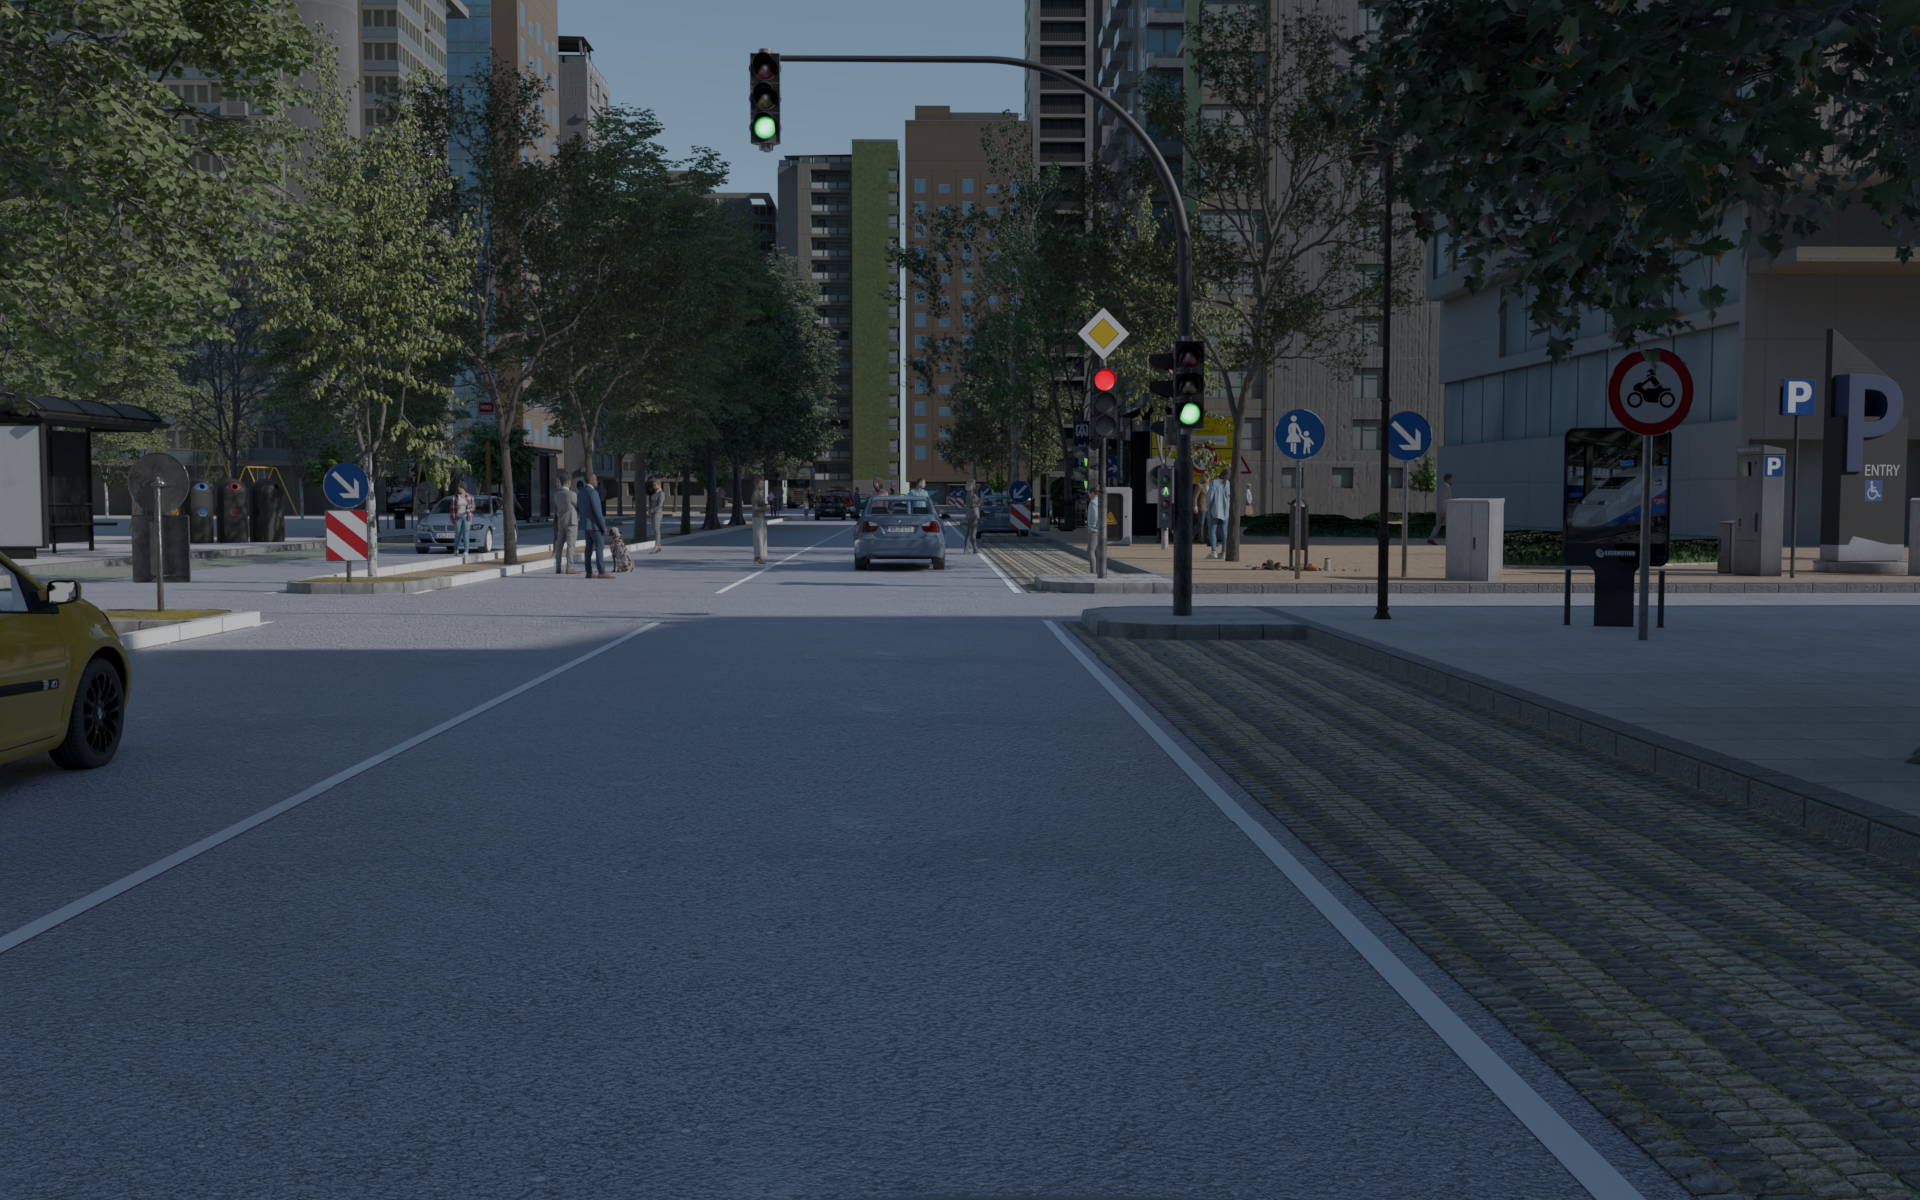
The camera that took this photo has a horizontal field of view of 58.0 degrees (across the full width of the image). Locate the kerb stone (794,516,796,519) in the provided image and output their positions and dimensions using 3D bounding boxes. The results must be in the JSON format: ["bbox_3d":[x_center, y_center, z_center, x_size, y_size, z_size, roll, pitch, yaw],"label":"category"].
[{"bbox_3d":[-9.526,-4.630,97.890,0.120,0.150,1.000,0,4,-1],"label":"kerb stone"}]

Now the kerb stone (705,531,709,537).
[{"bbox_3d":[-8.602,-2.182,57.891,0.120,0.150,1.000,0,4,-1],"label":"kerb stone"}]

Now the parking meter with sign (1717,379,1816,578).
[{"bbox_3d":[12.565,-1.891,27.172,0.543,3.016,1.738,-1,4,-10],"label":"parking meter with sign"}]

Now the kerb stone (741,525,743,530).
[{"bbox_3d":[-8.866,-2.873,69.182,0.120,0.150,1.000,0,4,-1],"label":"kerb stone"}]

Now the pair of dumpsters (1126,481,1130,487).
[{"bbox_3d":[6.450,-3.327,56.890,1.574,2.255,4.437,0,4,-1],"label":"pair of dumpsters"}]

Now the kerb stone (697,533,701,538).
[{"bbox_3d":[-8.555,-2.057,55.835,0.120,0.150,1.000,0,4,-1],"label":"kerb stone"}]

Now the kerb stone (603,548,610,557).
[{"bbox_3d":[-8.171,-1.055,39.439,0.120,0.150,1.000,0,4,-1],"label":"kerb stone"}]

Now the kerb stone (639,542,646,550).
[{"bbox_3d":[-8.292,-1.368,44.555,0.120,0.150,1.000,0,4,-1],"label":"kerb stone"}]

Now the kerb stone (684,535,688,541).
[{"bbox_3d":[-8.490,-1.866,52.760,0.120,0.150,1.000,0,4,-1],"label":"kerb stone"}]

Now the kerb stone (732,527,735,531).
[{"bbox_3d":[-8.790,-2.686,66.113,0.120,0.150,1.000,0,4,-1],"label":"kerb stone"}]

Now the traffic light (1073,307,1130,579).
[{"bbox_3d":[2.139,-2.280,26.203,0.839,4.253,0.868,0,4,-1],"label":"traffic light"}]

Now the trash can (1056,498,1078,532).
[{"bbox_3d":[3.657,-2.921,59.416,0.748,1.137,0.748,0,3,0],"label":"trash can"}]

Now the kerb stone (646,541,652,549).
[{"bbox_3d":[-8.312,-1.431,45.588,0.120,0.150,1.000,0,4,-1],"label":"kerb stone"}]

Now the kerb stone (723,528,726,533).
[{"bbox_3d":[-8.715,-2.495,63.034,0.120,0.150,1.000,0,4,-1],"label":"kerb stone"}]

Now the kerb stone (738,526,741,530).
[{"bbox_3d":[-8.835,-2.811,68.160,0.120,0.150,1.000,0,4,-1],"label":"kerb stone"}]

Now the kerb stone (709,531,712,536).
[{"bbox_3d":[-8.628,-2.247,58.926,0.120,0.150,1.000,0,4,-1],"label":"kerb stone"}]

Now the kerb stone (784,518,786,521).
[{"bbox_3d":[-9.362,-4.187,90.719,0.120,0.150,1.000,0,4,-1],"label":"kerb stone"}]

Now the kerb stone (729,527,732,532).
[{"bbox_3d":[-8.760,-2.618,65.086,0.120,0.150,1.000,0,4,-1],"label":"kerb stone"}]

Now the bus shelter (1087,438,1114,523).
[{"bbox_3d":[6.199,-5.042,73.714,1.731,3.624,6.357,0,4,-2],"label":"bus shelter"}]

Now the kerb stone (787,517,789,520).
[{"bbox_3d":[-9.412,-4.316,92.763,0.120,0.150,1.000,0,4,-1],"label":"kerb stone"}]

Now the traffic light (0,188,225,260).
[{"bbox_3d":[-13.427,-3.131,25.863,4.771,5.953,1.251,0,4,-1],"label":"traffic light"}]

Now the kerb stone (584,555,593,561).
[{"bbox_3d":[-8.122,-0.929,37.385,0.120,0.150,1.000,0,4,-1],"label":"kerb stone"}]

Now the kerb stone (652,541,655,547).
[{"bbox_3d":[-8.342,-1.494,46.617,0.120,0.150,1.000,0,4,-1],"label":"kerb stone"}]

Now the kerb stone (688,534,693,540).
[{"bbox_3d":[-8.513,-1.932,53.791,0.120,0.150,1.000,0,4,-1],"label":"kerb stone"}]

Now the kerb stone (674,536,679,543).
[{"bbox_3d":[-8.442,-1.740,50.716,0.120,0.150,1.000,0,4,-1],"label":"kerb stone"}]

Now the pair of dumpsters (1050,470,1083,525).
[{"bbox_3d":[4.275,-4.313,73.003,1.574,2.255,4.437,0,4,-1],"label":"pair of dumpsters"}]

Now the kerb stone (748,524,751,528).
[{"bbox_3d":[-8.936,-3.061,72.258,0.120,0.150,1.000,0,4,-1],"label":"kerb stone"}]

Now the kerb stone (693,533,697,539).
[{"bbox_3d":[-8.534,-1.995,54.813,0.120,0.150,1.000,0,4,-1],"label":"kerb stone"}]

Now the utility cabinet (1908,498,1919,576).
[{"bbox_3d":[15.460,-0.977,27.138,1.020,1.237,0.306,2,4,33],"label":"utility cabinet"}]

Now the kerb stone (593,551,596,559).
[{"bbox_3d":[-8.160,-0.991,38.416,0.120,0.150,1.000,0,4,-1],"label":"kerb stone"}]

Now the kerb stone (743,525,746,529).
[{"bbox_3d":[-8.882,-2.937,70.210,0.120,0.150,1.000,0,4,-1],"label":"kerb stone"}]

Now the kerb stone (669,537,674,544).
[{"bbox_3d":[-8.418,-1.681,49.694,0.120,0.150,1.000,0,4,-1],"label":"kerb stone"}]

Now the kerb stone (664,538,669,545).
[{"bbox_3d":[-8.391,-1.617,48.672,0.120,0.150,1.000,0,4,-1],"label":"kerb stone"}]

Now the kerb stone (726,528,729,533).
[{"bbox_3d":[-8.746,-2.556,64.061,0.120,0.150,1.000,0,4,-1],"label":"kerb stone"}]

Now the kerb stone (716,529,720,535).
[{"bbox_3d":[-8.671,-2.372,60.981,0.120,0.150,1.000,0,4,-1],"label":"kerb stone"}]

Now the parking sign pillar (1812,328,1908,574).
[{"bbox_3d":[14.810,-2.439,28.342,1.447,3.967,1.447,-1,4,-15],"label":"parking sign pillar"}]

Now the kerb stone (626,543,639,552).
[{"bbox_3d":[-8.266,-1.305,43.530,0.120,0.150,1.000,0,4,-1],"label":"kerb stone"}]

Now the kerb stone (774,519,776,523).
[{"bbox_3d":[-9.216,-3.814,84.547,0.120,0.150,1.000,0,4,-1],"label":"kerb stone"}]

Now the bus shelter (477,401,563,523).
[{"bbox_3d":[-19.690,-6.089,77.183,2.179,5.291,8.768,0,4,-1],"label":"bus shelter"}]

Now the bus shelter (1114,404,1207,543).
[{"bbox_3d":[5.595,-3.486,48.287,1.731,3.624,6.357,0,4,-1],"label":"bus shelter"}]

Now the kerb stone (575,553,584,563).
[{"bbox_3d":[-8.102,-0.866,36.360,0.120,0.150,1.000,0,4,-1],"label":"kerb stone"}]

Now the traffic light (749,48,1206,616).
[{"bbox_3d":[0.235,-2.652,18.031,4.771,5.953,1.251,0,4,-1],"label":"traffic light"}]

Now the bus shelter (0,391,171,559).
[{"bbox_3d":[-18.833,-2.608,36.562,2.014,3.302,5.546,0,4,-1],"label":"bus shelter"}]

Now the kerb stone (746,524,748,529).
[{"bbox_3d":[-8.914,-2.999,71.236,0.120,0.150,1.000,0,4,-1],"label":"kerb stone"}]

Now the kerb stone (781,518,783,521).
[{"bbox_3d":[-9.312,-4.066,88.669,0.120,0.150,1.000,0,4,-1],"label":"kerb stone"}]

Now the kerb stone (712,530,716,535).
[{"bbox_3d":[-8.654,-2.305,59.959,0.120,0.150,1.000,0,4,-1],"label":"kerb stone"}]

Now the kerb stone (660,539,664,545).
[{"bbox_3d":[-8.362,-1.553,47.650,0.120,0.150,1.000,0,4,-1],"label":"kerb stone"}]

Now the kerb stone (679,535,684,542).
[{"bbox_3d":[-8.455,-1.807,51.738,0.120,0.150,1.000,0,4,-1],"label":"kerb stone"}]

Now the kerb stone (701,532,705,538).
[{"bbox_3d":[-8.579,-2.120,56.857,0.120,0.150,1.000,0,4,-1],"label":"kerb stone"}]

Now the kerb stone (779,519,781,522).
[{"bbox_3d":[-9.292,-4.003,87.644,0.120,0.150,1.000,0,4,-1],"label":"kerb stone"}]

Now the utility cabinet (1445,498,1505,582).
[{"bbox_3d":[7.664,-0.898,25.842,0.306,1.237,1.020,-1,4,-20],"label":"utility cabinet"}]

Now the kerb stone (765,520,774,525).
[{"bbox_3d":[-9.199,-3.751,83.525,0.120,0.150,1.000,0,4,-1],"label":"kerb stone"}]

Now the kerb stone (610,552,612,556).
[{"bbox_3d":[-8.203,-1.116,40.461,0.120,0.150,1.000,0,4,-1],"label":"kerb stone"}]

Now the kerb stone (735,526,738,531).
[{"bbox_3d":[-8.815,-2.745,67.138,0.120,0.150,1.000,0,4,-1],"label":"kerb stone"}]

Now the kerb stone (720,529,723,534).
[{"bbox_3d":[-8.693,-2.435,62.011,0.120,0.150,1.000,0,4,-1],"label":"kerb stone"}]

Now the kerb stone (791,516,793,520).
[{"bbox_3d":[-9.482,-4.504,95.829,0.120,0.150,1.000,0,4,-1],"label":"kerb stone"}]

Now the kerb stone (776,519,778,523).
[{"bbox_3d":[-9.243,-3.876,85.574,0.120,0.150,1.000,0,4,-1],"label":"kerb stone"}]
